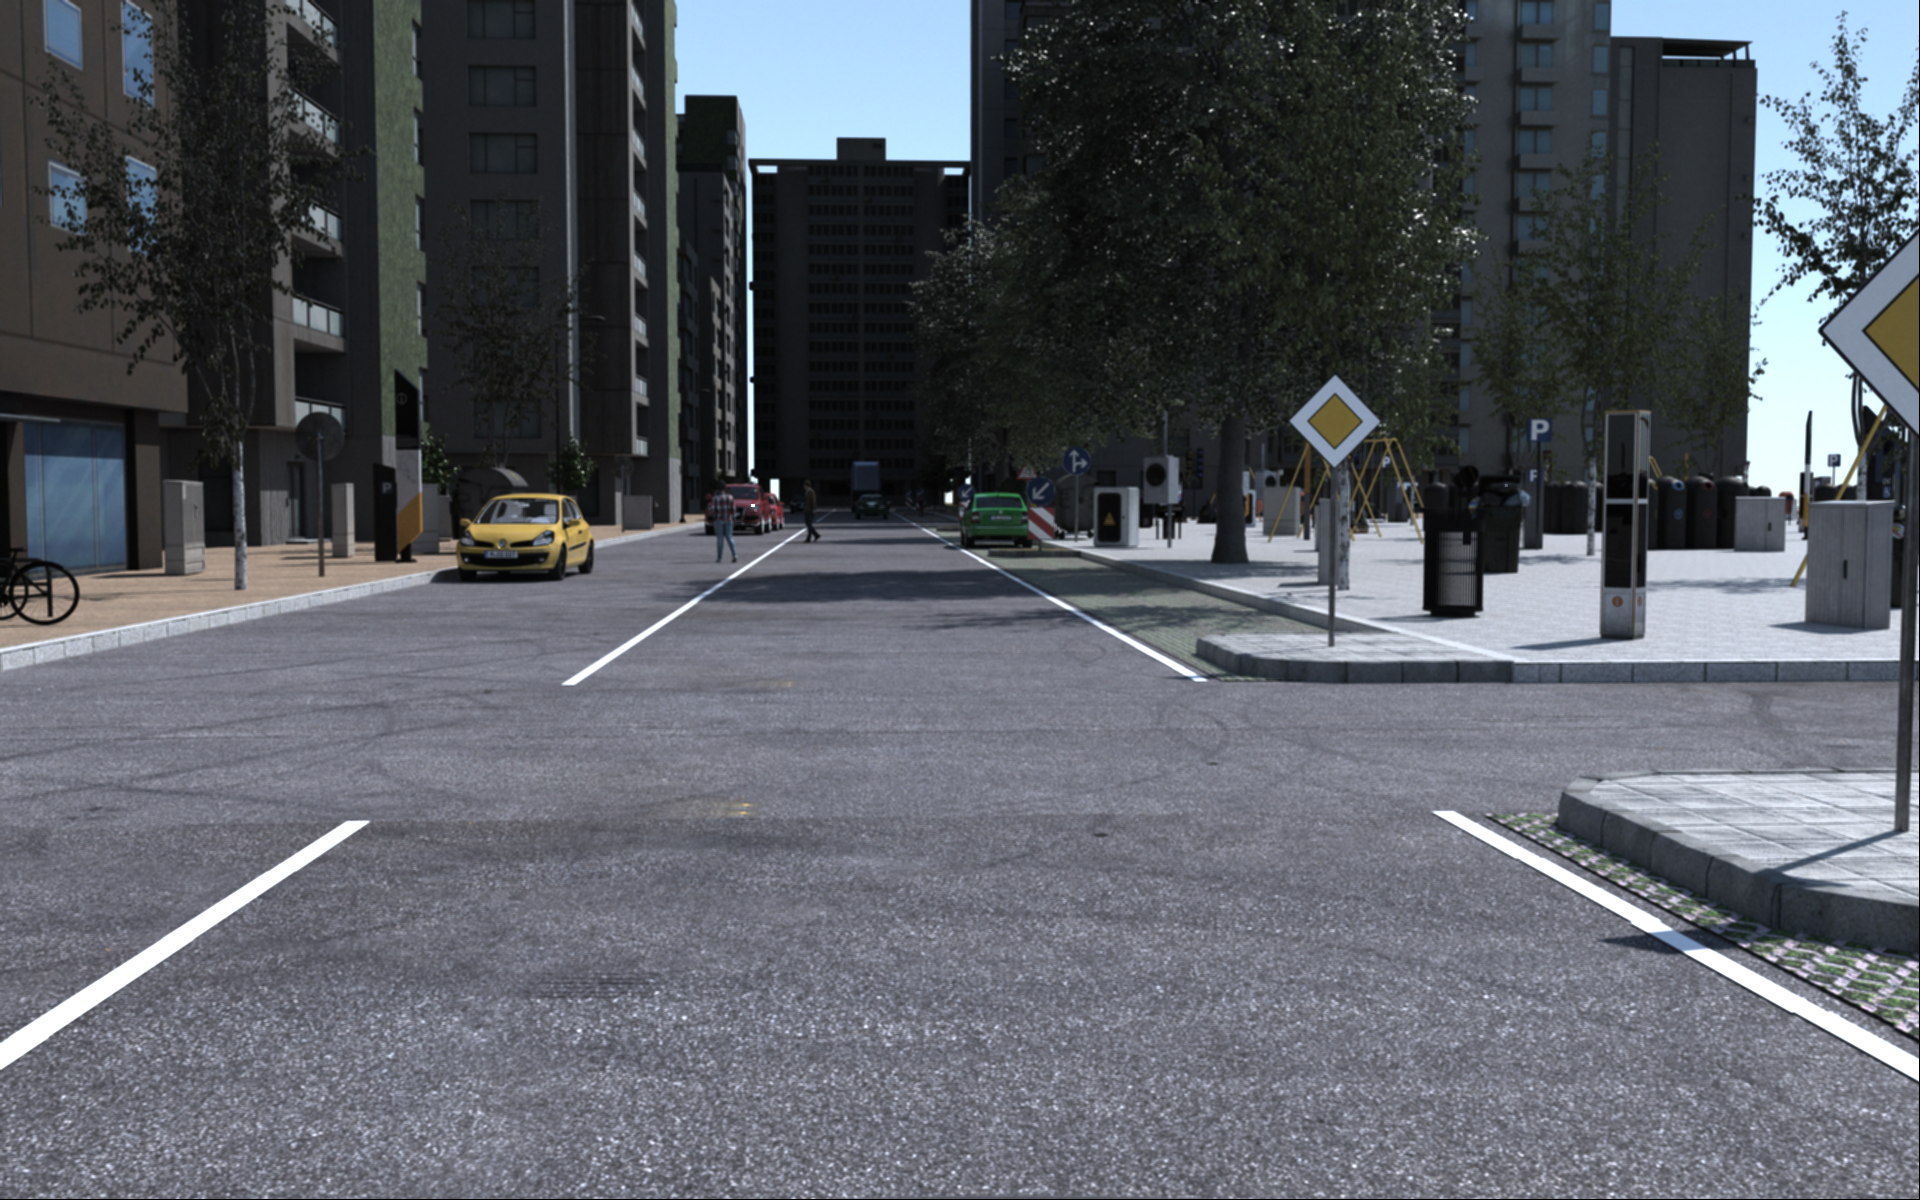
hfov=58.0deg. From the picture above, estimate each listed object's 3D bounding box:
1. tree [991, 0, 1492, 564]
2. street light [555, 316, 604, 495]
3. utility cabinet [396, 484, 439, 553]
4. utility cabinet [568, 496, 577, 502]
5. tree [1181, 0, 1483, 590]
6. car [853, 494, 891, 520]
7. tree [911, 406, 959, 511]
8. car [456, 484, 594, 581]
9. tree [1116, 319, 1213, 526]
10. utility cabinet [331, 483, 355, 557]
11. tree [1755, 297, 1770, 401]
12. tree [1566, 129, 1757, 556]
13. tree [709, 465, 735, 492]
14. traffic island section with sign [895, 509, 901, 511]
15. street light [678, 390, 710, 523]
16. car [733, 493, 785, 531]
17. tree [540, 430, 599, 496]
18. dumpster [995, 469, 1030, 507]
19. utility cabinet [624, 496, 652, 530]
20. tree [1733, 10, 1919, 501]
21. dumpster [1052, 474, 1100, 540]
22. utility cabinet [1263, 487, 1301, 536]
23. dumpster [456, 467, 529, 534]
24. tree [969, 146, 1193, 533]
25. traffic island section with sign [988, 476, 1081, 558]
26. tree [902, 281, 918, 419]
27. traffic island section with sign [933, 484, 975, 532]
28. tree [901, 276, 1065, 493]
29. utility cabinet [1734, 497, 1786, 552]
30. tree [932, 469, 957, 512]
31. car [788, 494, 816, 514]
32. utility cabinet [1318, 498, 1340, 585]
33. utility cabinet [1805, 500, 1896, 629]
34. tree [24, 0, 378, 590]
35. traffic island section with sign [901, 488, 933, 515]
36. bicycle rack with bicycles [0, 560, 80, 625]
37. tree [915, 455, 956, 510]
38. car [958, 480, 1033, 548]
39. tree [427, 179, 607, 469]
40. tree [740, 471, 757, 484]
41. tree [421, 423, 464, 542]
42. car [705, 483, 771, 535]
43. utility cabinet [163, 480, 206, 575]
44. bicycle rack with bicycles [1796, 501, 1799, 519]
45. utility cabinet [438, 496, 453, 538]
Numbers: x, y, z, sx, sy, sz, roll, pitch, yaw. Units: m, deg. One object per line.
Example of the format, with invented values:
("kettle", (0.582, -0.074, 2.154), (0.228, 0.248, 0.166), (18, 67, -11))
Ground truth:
("tree", (5.118, -7.660, 31.890), (9.857, 13.997, 8.962), (0, 3, 0))
("street light", (-9.992, -4.455, 45.386), (1.470, 5.913, 1.316), (0, 4, -3))
("utility cabinet", (-11.842, -1.747, 37.237), (1.173, 1.500, 0.318), (-2, 4, -29))
("utility cabinet", (-10.915, -2.266, 48.219), (0.306, 1.237, 1.020), (-1, 4, -23))
("tree", (5.040, -4.426, 22.735), (4.737, 8.622, 4.395), (0, 3, 0))
("car", (-5.016, -5.313, 98.658), (2.131, 1.459, 4.920), (0, 4, -2))
("tree", (-1.539, -11.047, 130.984), (4.737, 8.622, 4.395), (0, 3, 0))
("car", (-7.463, -1.203, 29.890), (2.015, 1.641, 3.980), (0, 4, -2))
("tree", (7.927, -7.253, 68.947), (4.360, 8.622, 3.978), (0, 3, 0))
("utility cabinet", (-12.577, -1.627, 35.278), (0.318, 1.500, 1.173), (-1, 4, -13))
("tree", (26.290, -6.751, 60.742), (4.737, 8.622, 4.395), (0, 3, 0))
("tree", (13.423, -5.233, 35.924), (4.737, 8.622, 4.395), (0, 3, 0))
("tree", (-15.709, -7.277, 113.583), (1.663, 3.219, 1.824), (0, 3, 0))
("traffic island section with sign", (-4.361, -8.233, 143.236), (1.989, 1.847, 2.006), (0, 4, -3))
("street light", (-11.839, -6.399, 77.158), (1.470, 5.913, 1.316), (0, 4, -3))
("car", (-8.015, -3.659, 68.861), (2.155, 1.783, 4.494), (0, 4, -2))
("tree", (-11.814, -3.520, 52.145), (1.663, 3.219, 1.824), (0, 3, 0))
("dumpster", (2.156, -3.967, 67.348), (1.502, 2.255, 1.985), (0, 4, -3))
("utility cabinet", (-11.609, -3.126, 62.274), (1.020, 1.237, 0.306), (0, 4, -2))
("tree", (14.366, -4.682, 26.908), (4.360, 8.622, 3.978), (0, 3, 0))
("dumpster", (3.332, -2.670, 49.405), (1.264, 1.857, 1.865), (0, 4, -3))
("utility cabinet", (9.881, -2.719, 53.140), (1.173, 1.500, 0.318), (3, 5, 45))
("dumpster", (-10.224, -1.964, 37.872), (1.264, 1.857, 1.865), (0, 4, -3))
("tree", (3.970, -8.455, 56.371), (7.486, 12.596, 7.792), (0, 3, 0))
("traffic island section with sign", (1.668, -1.904, 39.765), (1.989, 1.847, 2.006), (0, 4, -3))
("tree", (2.117, -10.540, 78.992), (9.857, 13.997, 8.962), (0, 3, 0))
("traffic island section with sign", (0.106, -3.550, 66.675), (1.989, 1.847, 2.006), (0, 4, -3))
("tree", (2.015, -11.036, 90.815), (12.009, 13.543, 11.850), (0, 3, 0))
("utility cabinet", (17.946, -1.694, 38.860), (1.020, 1.237, 0.306), (1, 4, 20))
("tree", (-0.972, -7.989, 125.218), (1.663, 3.219, 1.824), (0, 3, 0))
("car", (-11.551, -7.154, 126.752), (2.009, 1.686, 4.222), (0, 4, -5))
("utility cabinet", (5.311, -0.837, 24.847), (0.306, 1.237, 1.020), (1, 4, 13))
("utility cabinet", (8.669, -0.352, 16.918), (0.306, 1.237, 1.020), (0, 4, -3))
("tree", (-9.862, -4.436, 22.885), (4.360, 8.622, 3.978), (0, 3, 0))
("traffic island section with sign", (-2.777, -6.578, 116.171), (1.989, 1.847, 2.006), (0, 4, -3))
("bicycle rack with bicycles", (-10.130, -0.221, 16.993), (2.925, 0.926, 2.852), (0, 4, -4))
("tree", (-1.936, -9.431, 137.906), (4.285, 4.588, 4.351), (0, 3, 0))
("car", (0.952, -2.335, 46.975), (1.959, 1.807, 4.718), (0, 4, -3))
("tree", (-10.893, -5.582, 41.636), (4.360, 8.622, 3.978), (0, 3, 0))
("tree", (-17.542, -9.008, 141.875), (1.663, 3.219, 1.824), (0, 3, 0))
("tree", (-14.258, -3.203, 46.974), (1.663, 3.219, 1.824), (0, 3, 0))
("car", (-7.941, -3.277, 62.257), (2.281, 1.827, 5.304), (0, 4, -2))
("utility cabinet", (-12.382, -1.162, 27.681), (0.318, 1.500, 1.173), (-1, 4, -9))
("bicycle rack with bicycles", (43.889, -4.594, 88.488), (2.925, 0.926, 2.852), (-1, 4, -16))
("utility cabinet", (-15.069, -2.415, 50.649), (1.020, 1.237, 0.306), (-1, 4, -23))
